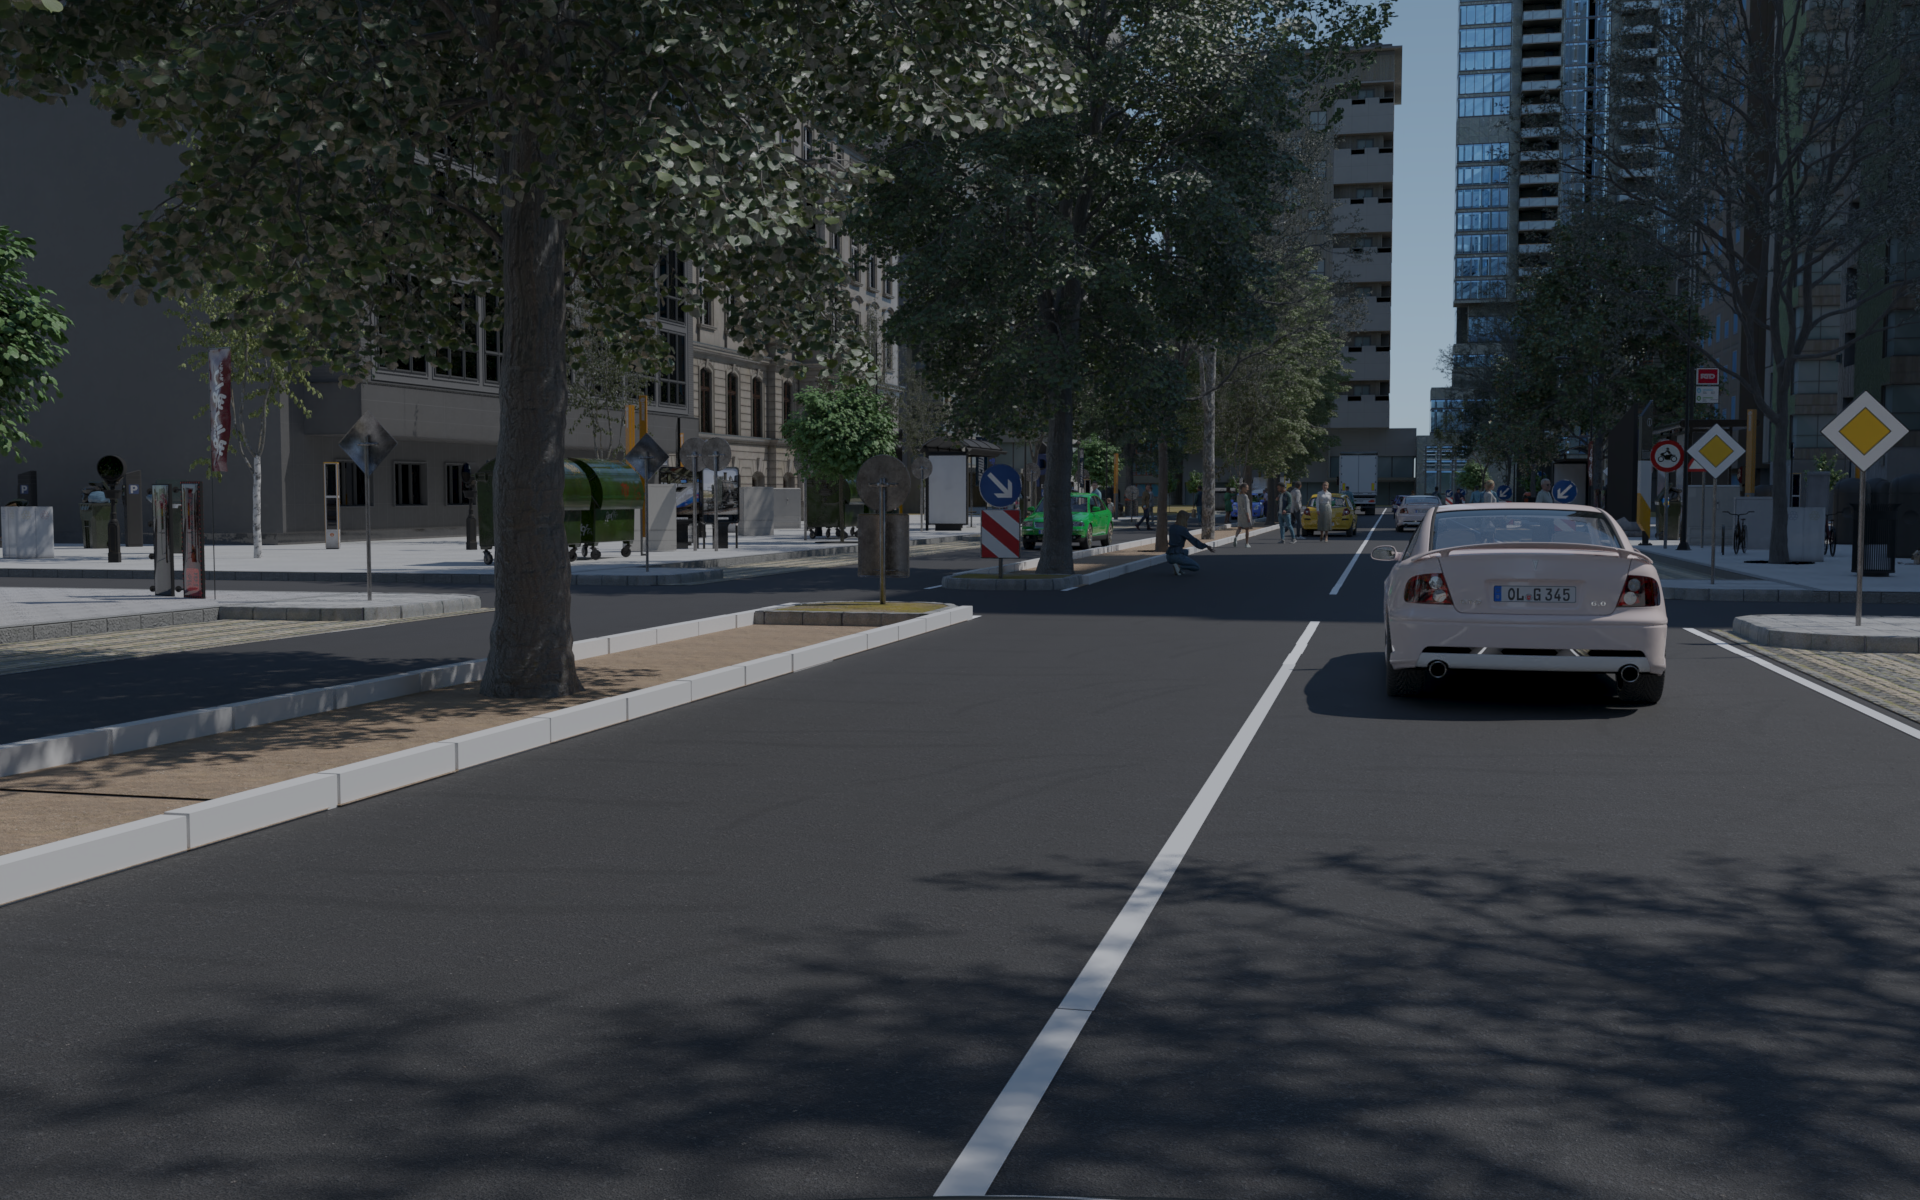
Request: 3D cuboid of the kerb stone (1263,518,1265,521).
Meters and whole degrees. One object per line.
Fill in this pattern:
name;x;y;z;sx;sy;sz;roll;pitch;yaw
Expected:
kerb stone;15.801;-4.210;91.030;0.120;0.150;1.000;1;4;14

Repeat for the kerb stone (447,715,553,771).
kerb stone;-2.526;0.781;9.439;0.120;0.150;1.000;1;4;14

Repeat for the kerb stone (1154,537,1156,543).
kerb stone;5.565;-1.716;50.266;0.120;0.150;1.000;1;4;14

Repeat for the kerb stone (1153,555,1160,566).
kerb stone;3.847;-0.770;34.809;0.120;0.150;1.000;1;4;14

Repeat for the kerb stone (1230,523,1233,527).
kerb stone;11.308;-3.115;73.122;0.120;0.150;1.000;1;4;14

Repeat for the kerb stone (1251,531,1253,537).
kerb stone;9.586;-2.166;57.667;0.120;0.150;1.000;1;4;14

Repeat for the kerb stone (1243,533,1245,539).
kerb stone;8.843;-1.987;54.690;0.120;0.150;1.000;1;4;14

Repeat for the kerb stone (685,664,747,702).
kerb stone;-1.783;0.598;12.418;0.120;0.150;1.000;1;4;14

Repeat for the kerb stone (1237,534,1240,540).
kerb stone;8.337;-1.864;52.709;0.120;0.150;1.000;1;4;14

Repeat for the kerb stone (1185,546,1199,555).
kerb stone;5.592;-1.197;41.771;0.120;0.150;1.000;1;4;14

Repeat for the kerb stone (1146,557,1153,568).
kerb stone;3.588;-0.710;33.815;0.120;0.150;1.000;1;4;14

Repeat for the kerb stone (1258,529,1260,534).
kerb stone;10.339;-2.349;60.667;0.120;0.150;1.000;1;4;14

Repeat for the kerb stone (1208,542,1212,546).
kerb stone;6.343;-1.380;44.754;0.120;0.150;1.000;1;4;14

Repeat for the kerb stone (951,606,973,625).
kerb stone;-0.036;0.173;19.373;0.120;0.150;1.000;1;4;14

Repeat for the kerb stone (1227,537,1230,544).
kerb stone;7.586;-1.680;49.723;0.120;0.150;1.000;1;4;14

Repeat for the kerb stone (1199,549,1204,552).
kerb stone;5.840;-1.258;42.763;0.120;0.150;1.000;1;4;14

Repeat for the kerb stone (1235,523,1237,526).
kerb stone;11.804;-3.235;75.106;0.120;0.150;1.000;1;4;14

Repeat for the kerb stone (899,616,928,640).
kerb stone;-0.533;0.297;17.383;0.120;0.150;1.000;1;4;14

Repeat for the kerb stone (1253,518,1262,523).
kerb stone;15.305;-4.088;89.033;0.120;0.150;1.000;1;4;14

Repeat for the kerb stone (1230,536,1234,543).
kerb stone;7.841;-1.744;50.715;0.120;0.150;1.000;1;4;14

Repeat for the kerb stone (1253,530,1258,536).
kerb stone;10.090;-2.291;59.658;0.120;0.150;1.000;1;4;14

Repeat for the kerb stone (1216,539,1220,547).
kerb stone;6.839;-1.501;46.741;0.120;0.150;1.000;1;4;14

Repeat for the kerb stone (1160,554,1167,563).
kerb stone;4.092;-0.830;35.803;0.120;0.150;1.000;1;4;14

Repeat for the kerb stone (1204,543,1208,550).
kerb stone;6.087;-1.319;43.755;0.120;0.150;1.000;1;4;14

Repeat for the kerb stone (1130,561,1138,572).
kerb stone;3.095;-0.589;31.825;0.120;0.150;1.000;1;4;14

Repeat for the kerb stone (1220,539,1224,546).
kerb stone;7.095;-1.562;47.737;0.120;0.150;1.000;1;4;14

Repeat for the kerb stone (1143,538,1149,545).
kerb stone;5.065;-1.596;48.283;0.120;0.150;1.000;1;4;14

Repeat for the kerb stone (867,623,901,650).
kerb stone;-0.783;0.355;16.392;0.120;0.150;1.000;1;4;14

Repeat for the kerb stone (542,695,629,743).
kerb stone;-2.281;0.720;10.431;0.120;0.150;1.000;1;4;14

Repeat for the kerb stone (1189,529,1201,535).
kerb stone;8.311;-2.386;61.205;0.120;0.150;1.000;1;4;14

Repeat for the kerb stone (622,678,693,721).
kerb stone;-2.028;0.662;11.422;0.120;0.150;1.000;1;4;14

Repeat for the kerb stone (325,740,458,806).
kerb stone;-2.780;0.841;8.448;0.120;0.150;1.000;1;4;14

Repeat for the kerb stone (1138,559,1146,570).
kerb stone;3.346;-0.650;32.822;0.120;0.150;1.000;1;4;14

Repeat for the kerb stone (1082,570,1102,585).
kerb stone;2.099;-0.341;27.852;0.120;0.150;1.000;1;4;14

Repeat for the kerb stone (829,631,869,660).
kerb stone;-1.034;0.417;15.401;0.120;0.150;1.000;1;4;14

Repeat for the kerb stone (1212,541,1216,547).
kerb stone;6.596;-1.440;45.747;0.120;0.150;1.000;1;4;14

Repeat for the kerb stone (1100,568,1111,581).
kerb stone;2.341;-0.407;28.845;0.120;0.150;1.000;1;4;14

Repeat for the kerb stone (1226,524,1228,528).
kerb stone;10.812;-2.992;71.134;0.120;0.150;1.000;1;4;14

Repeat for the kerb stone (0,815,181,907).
kerb stone;-3.276;0.967;6.463;0.120;0.150;1.000;1;4;14

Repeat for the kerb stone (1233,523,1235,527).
kerb stone;11.552;-3.176;74.115;0.120;0.150;1.000;1;4;14

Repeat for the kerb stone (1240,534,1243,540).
kerb stone;8.586;-1.925;53.701;0.120;0.150;1.000;1;4;14

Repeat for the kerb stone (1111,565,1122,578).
kerb stone;2.603;-0.467;29.834;0.120;0.150;1.000;1;4;14

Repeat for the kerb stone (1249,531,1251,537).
kerb stone;9.345;-2.109;56.674;0.120;0.150;1.000;1;4;14

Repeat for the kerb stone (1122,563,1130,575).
kerb stone;2.842;-0.525;30.835;0.120;0.150;1.000;1;4;14

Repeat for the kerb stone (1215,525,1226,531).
kerb stone;10.553;-2.931;70.145;0.120;0.150;1.000;1;4;14

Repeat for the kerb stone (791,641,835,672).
kerb stone;-1.272;0.477;14.404;0.120;0.150;1.000;1;4;14

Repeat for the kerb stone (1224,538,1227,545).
kerb stone;7.343;-1.623;48.730;0.120;0.150;1.000;1;4;14

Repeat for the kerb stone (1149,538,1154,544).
kerb stone;5.309;-1.656;49.276;0.120;0.150;1.000;1;4;14

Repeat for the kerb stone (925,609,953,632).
kerb stone;-0.284;0.234;18.377;0.120;0.150;1.000;1;4;14

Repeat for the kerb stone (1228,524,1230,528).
kerb stone;11.050;-3.054;72.128;0.120;0.150;1.000;1;4;14

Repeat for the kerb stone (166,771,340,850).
kerb stone;-3.030;0.901;7.457;0.120;0.150;1.000;1;4;14

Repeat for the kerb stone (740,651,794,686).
kerb stone;-1.531;0.537;13.415;0.120;0.150;1.000;1;4;14

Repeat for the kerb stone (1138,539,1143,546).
kerb stone;4.807;-1.535;47.294;0.120;0.150;1.000;1;4;14
